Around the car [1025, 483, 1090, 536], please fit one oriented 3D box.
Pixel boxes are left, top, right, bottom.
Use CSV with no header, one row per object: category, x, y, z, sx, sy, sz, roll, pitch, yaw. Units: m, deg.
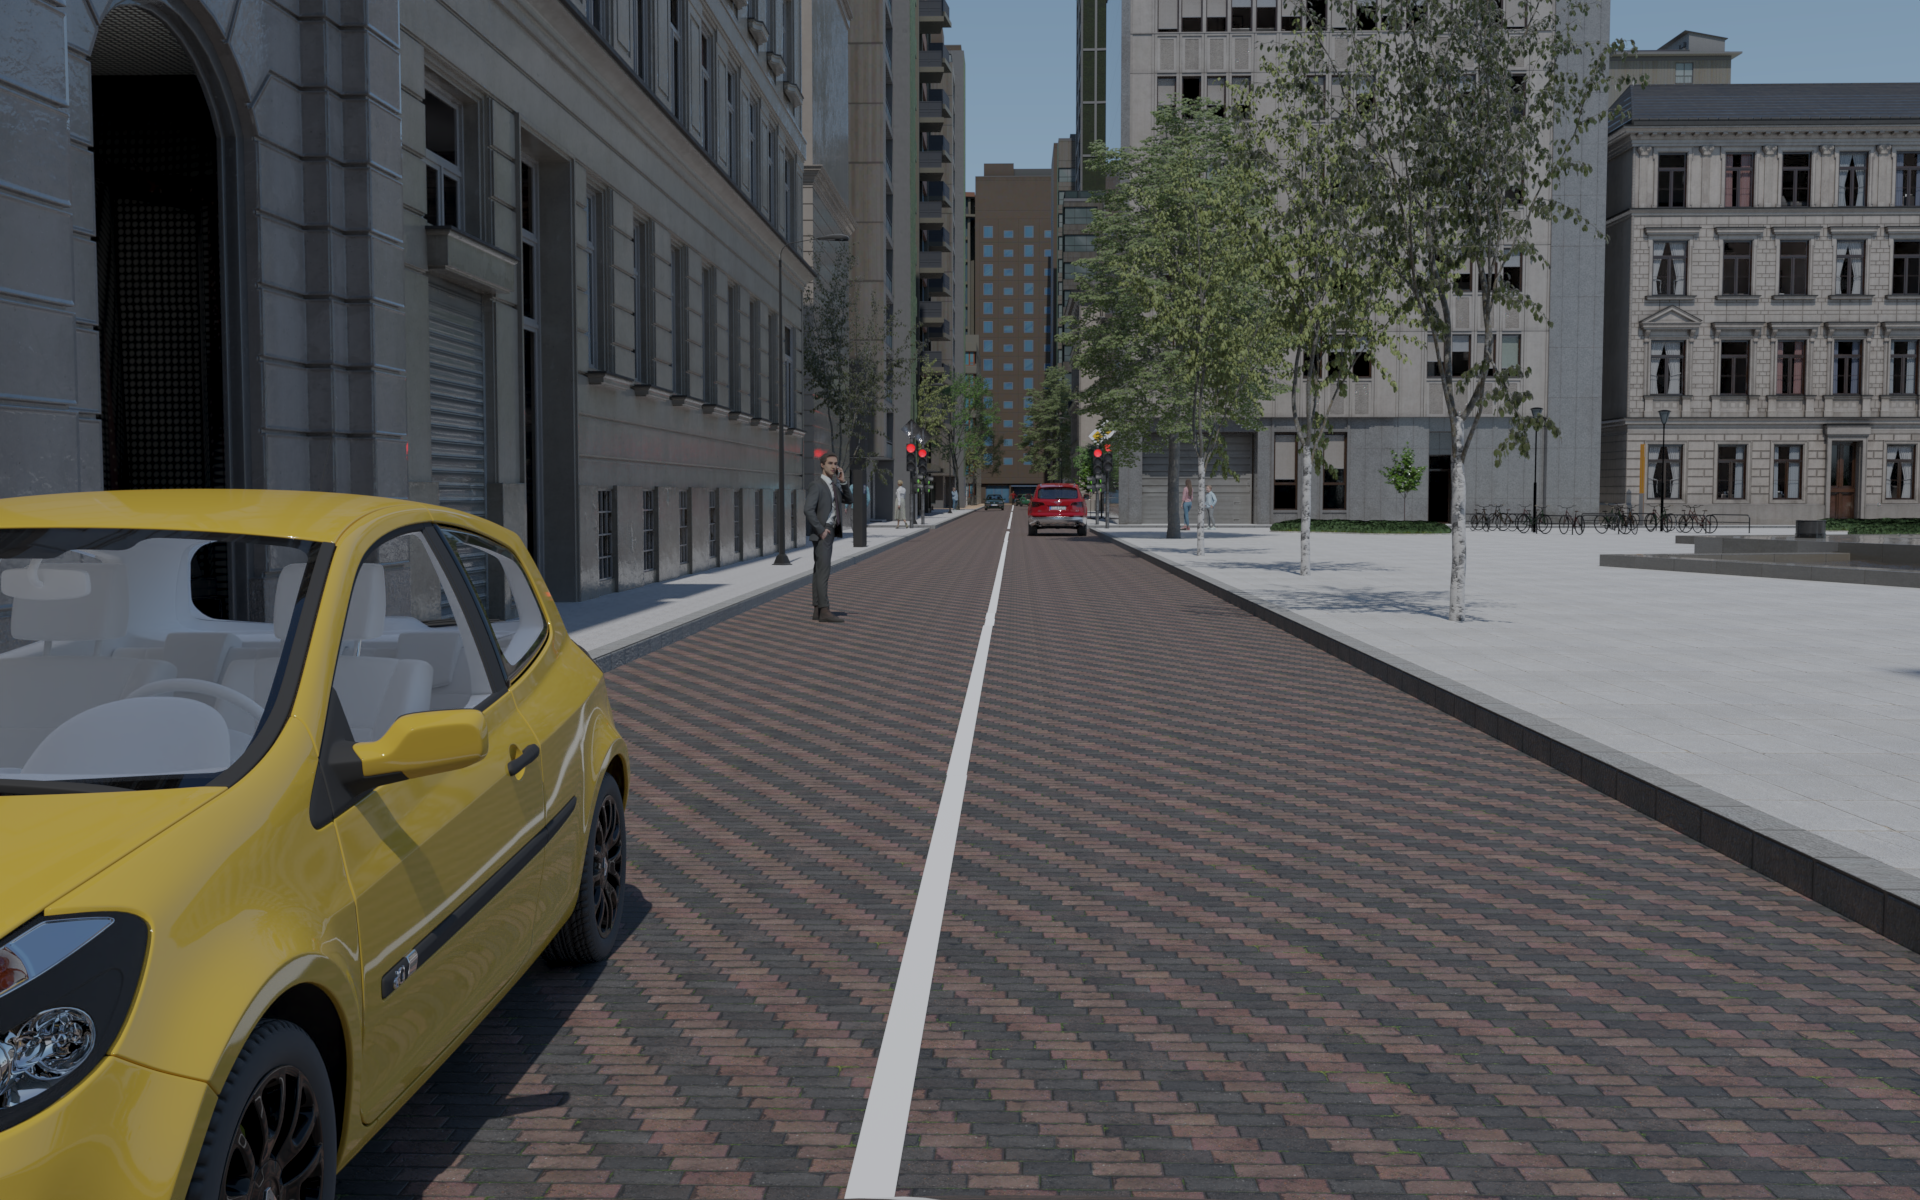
car,3.420,-3.188,60.789,2.281,1.827,5.304,0,4,3

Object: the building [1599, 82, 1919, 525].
building,36.764,-12.916,75.798,19.286,19.102,10.561,0,4,2

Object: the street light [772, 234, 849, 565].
street light,-2.676,-3.582,31.107,1.470,5.913,1.316,0,4,2

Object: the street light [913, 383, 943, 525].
street light,-1.398,-6.133,72.819,1.470,5.913,1.316,0,4,2

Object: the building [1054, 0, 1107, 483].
building,20.593,-45.568,183.291,20.563,71.187,20.611,0,4,2

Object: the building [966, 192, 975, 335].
building,-12.038,-35.963,242.618,28.867,44.769,22.147,0,4,2

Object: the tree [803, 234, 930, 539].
tree,-3.295,-6.044,49.184,4.360,8.622,3.978,0,3,0

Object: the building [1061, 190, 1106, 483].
building,16.783,-24.170,166.874,14.160,30.474,14.107,0,4,2

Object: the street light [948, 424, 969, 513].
street light,-0.115,-8.689,114.602,1.470,5.913,1.316,0,4,2

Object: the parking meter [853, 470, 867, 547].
parking meter,-2.416,-2.207,41.801,0.255,1.863,0.399,1,4,14

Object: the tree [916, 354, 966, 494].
tree,-2.198,-8.548,90.123,4.737,8.622,4.395,0,3,0

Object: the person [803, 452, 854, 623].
person,-1.469,-0.717,19.590,0.474,1.900,0.648,1,4,11

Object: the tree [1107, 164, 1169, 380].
tree,5.238,-5.219,35.692,4.737,8.622,4.395,0,3,0

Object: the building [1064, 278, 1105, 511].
building,13.741,-16.688,137.483,10.561,19.102,19.286,0,4,2

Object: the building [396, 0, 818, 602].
building,-11.516,-11.912,28.046,16.112,22.955,30.059,0,4,2

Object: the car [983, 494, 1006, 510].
car,3.035,-8.760,153.013,2.009,1.686,4.222,0,4,1

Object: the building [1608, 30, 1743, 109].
building,72.728,-37.754,206.517,27.495,52.752,28.713,0,4,2

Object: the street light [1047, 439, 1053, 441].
street light,8.085,-10.660,146.832,1.470,5.913,1.316,0,4,2

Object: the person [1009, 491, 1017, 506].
person,6.636,-12.662,215.466,1.348,1.831,0.705,-1,4,-22

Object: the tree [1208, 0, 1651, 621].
tree,4.841,-4.086,17.173,4.360,8.622,3.978,0,3,0

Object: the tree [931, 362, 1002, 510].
tree,-0.358,-12.967,137.765,9.928,11.665,9.643,0,3,0

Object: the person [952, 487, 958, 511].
person,-0.392,-7.443,128.004,0.793,1.790,0.793,0,4,6

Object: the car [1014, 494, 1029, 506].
car,7.519,-12.088,207.417,2.009,1.686,4.222,0,3,0

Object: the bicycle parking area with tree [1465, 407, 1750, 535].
bicycle parking area with tree,21.509,-4.366,58.392,8.231,4.147,9.016,0,4,-6

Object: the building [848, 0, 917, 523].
building,-9.371,-24.171,78.798,14.154,41.232,14.086,0,4,2

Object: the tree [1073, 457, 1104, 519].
tree,6.569,-5.752,88.646,1.663,3.219,1.824,0,3,0

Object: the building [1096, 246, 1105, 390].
building,15.885,-17.810,110.277,14.460,24.649,34.723,0,4,2

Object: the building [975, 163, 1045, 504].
building,9.334,-35.909,237.220,14.200,45.320,14.600,0,4,2

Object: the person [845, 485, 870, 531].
person,-2.687,-2.425,45.711,0.660,1.820,0.620,-1,4,-23

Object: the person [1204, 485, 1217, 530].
person,8.977,-3.331,62.309,0.330,1.601,0.589,-1,4,-22

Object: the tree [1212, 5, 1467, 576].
tree,5.684,-4.691,27.064,4.737,8.622,4.395,0,3,0

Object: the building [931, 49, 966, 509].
building,-6.717,-28.848,155.252,14.154,41.232,14.086,0,4,2

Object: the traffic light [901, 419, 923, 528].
traffic light,-1.794,-4.626,64.562,0.839,4.253,0.868,0,4,2

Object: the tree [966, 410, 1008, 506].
tree,1.662,-15.759,192.065,7.601,10.594,8.767,1,4,17

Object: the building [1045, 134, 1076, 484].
building,18.351,-34.590,215.656,14.600,45.320,14.200,0,4,2

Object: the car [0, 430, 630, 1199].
car,-1.925,0.383,3.959,2.015,1.641,3.980,0,4,0

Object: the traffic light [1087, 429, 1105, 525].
traffic light,5.720,-5.101,72.327,0.839,4.253,0.868,0,4,2

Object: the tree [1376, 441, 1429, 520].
tree,16.195,-4.165,62.691,1.663,3.219,1.824,0,3,0

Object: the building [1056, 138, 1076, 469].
building,18.251,-31.686,201.660,14.154,41.232,14.086,0,4,2

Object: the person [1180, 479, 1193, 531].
person,7.988,-3.353,60.878,0.388,1.821,0.555,3,4,39

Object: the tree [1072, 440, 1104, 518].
tree,7.594,-6.611,91.800,4.285,4.588,4.351,0,3,0

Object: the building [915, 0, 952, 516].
building,-11.862,-27.893,110.672,22.147,44.769,28.867,0,4,2

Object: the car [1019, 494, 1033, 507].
car,7.826,-11.481,199.507,2.131,1.459,4.920,0,4,1

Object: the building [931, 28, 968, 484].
building,-6.554,-31.844,170.761,14.600,45.320,14.200,0,4,2

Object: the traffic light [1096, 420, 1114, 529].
traffic light,5.464,-4.613,64.346,0.839,4.253,0.868,0,4,2

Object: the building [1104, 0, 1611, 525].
building,16.758,-15.863,77.381,19.932,24.808,12.078,0,4,2

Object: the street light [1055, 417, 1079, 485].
street light,6.635,-8.105,105.054,1.470,5.913,1.316,0,4,2

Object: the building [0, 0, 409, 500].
building,-10.274,-9.724,0.791,13.314,21.916,24.055,0,4,2

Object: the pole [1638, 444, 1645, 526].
pole,27.814,-4.697,70.636,0.158,3.312,0.155,0,3,0

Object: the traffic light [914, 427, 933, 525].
traffic light,-1.538,-5.115,72.543,0.839,4.253,0.868,0,4,2

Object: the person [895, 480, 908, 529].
person,-2.145,-3.516,63.753,0.478,1.798,0.641,-3,4,-38

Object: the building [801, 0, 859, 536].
building,-16.322,-15.962,58.245,25.104,27.353,12.463,0,4,2

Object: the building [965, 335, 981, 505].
building,-12.135,-22.420,211.602,28.899,21.520,27.650,0,4,2

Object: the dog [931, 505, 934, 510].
dog,-2.295,-7.191,135.309,0.748,0.427,0.550,-2,4,-25

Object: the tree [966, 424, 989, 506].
tree,0.802,-14.157,181.823,4.737,8.622,4.395,0,3,0

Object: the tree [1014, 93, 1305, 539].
tree,6.428,-8.024,49.316,7.486,12.596,7.792,0,3,0
